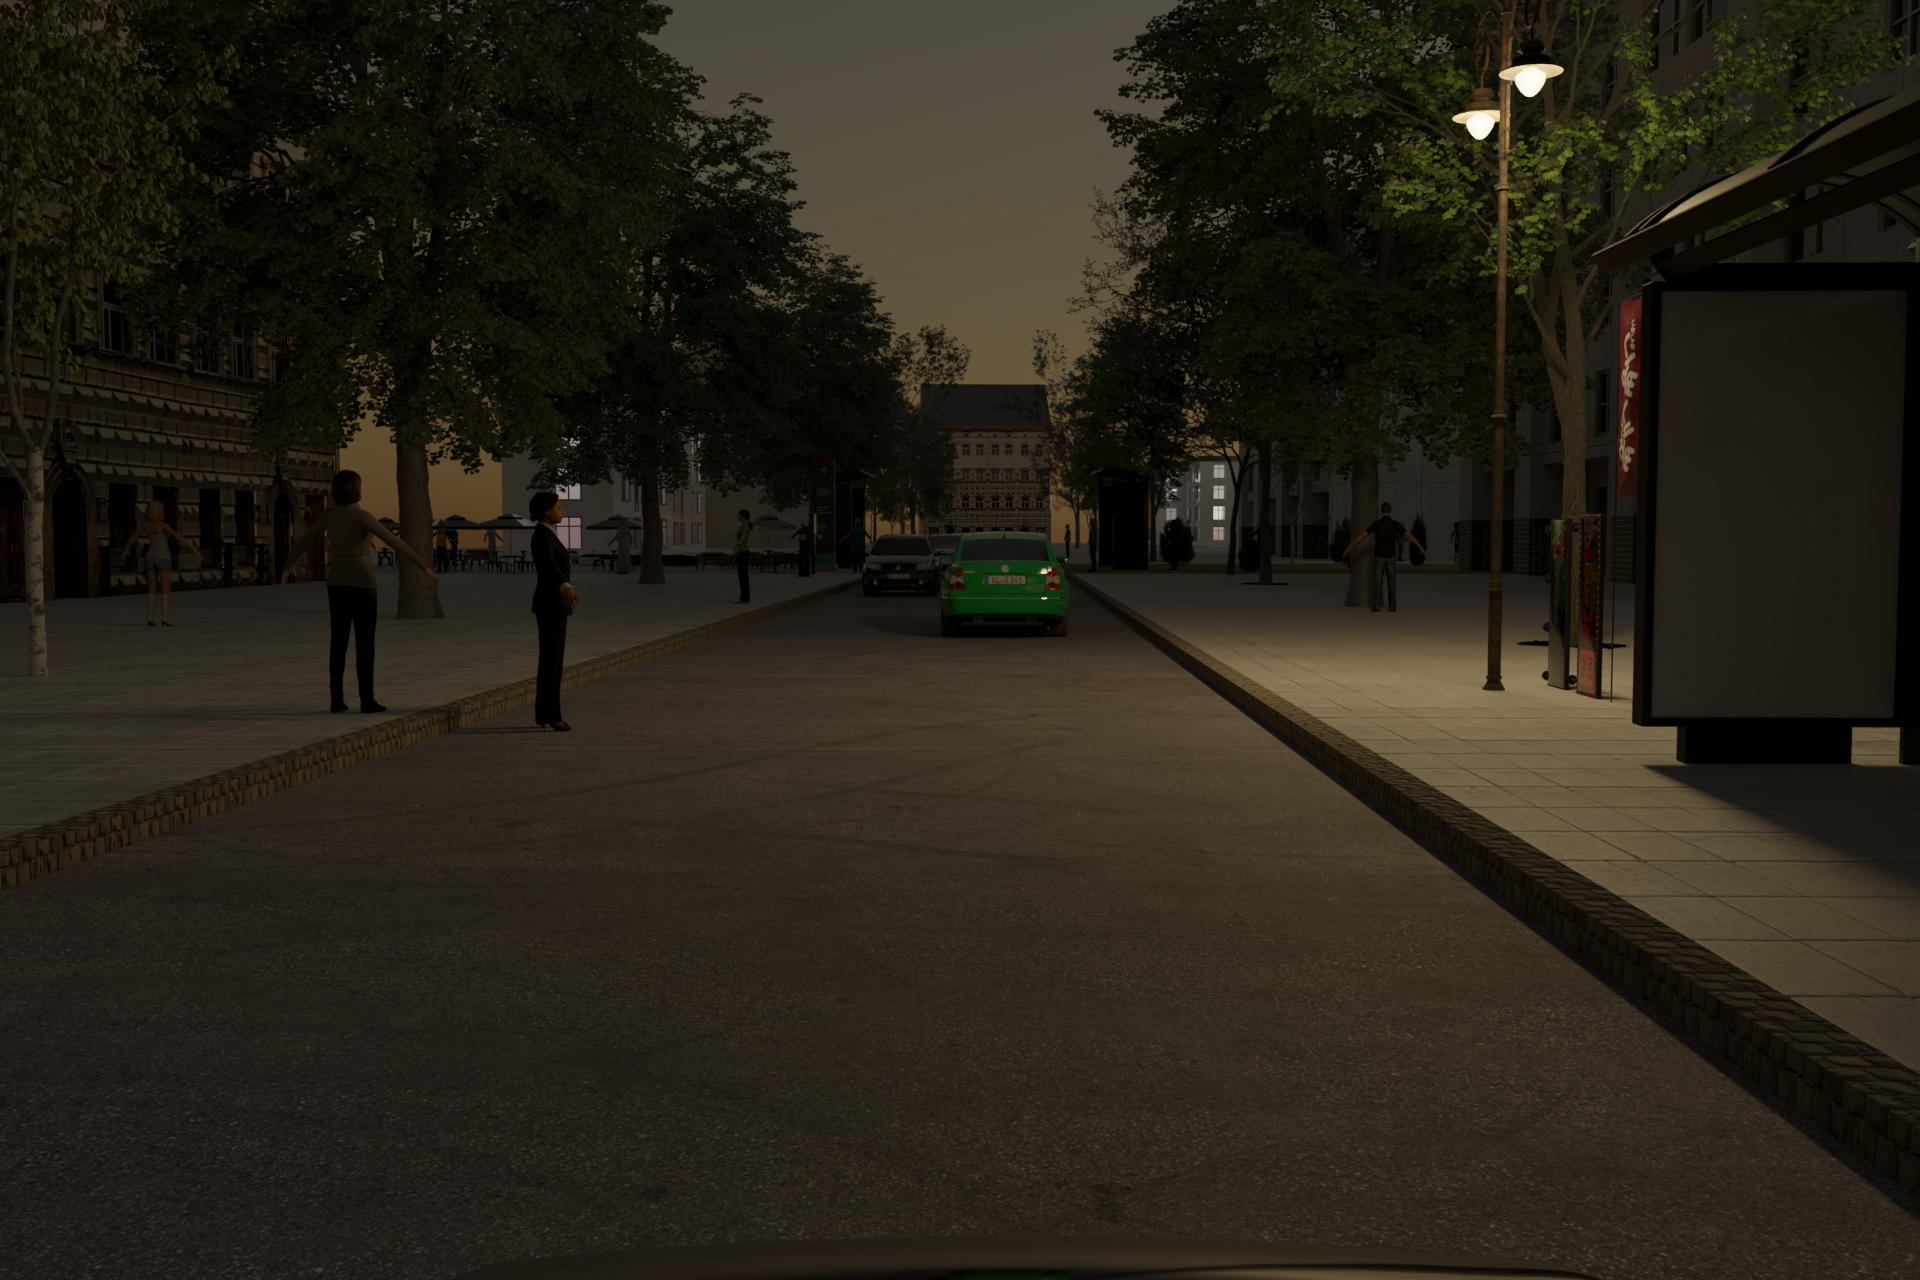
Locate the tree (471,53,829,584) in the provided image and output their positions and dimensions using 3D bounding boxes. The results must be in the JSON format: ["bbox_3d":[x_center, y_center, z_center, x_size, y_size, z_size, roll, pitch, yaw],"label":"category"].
[{"bbox_3d":[-8.057,-8.435,44.564,9.857,13.997,8.962,0,3,0],"label":"tree"}]

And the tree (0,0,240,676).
[{"bbox_3d":[-8.490,-3.991,15.611,4.737,8.622,4.395,0,3,0],"label":"tree"}]

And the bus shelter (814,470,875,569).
[{"bbox_3d":[-4.393,-4.607,66.604,1.731,3.624,6.357,0,4,2],"label":"bus shelter"}]

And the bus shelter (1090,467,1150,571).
[{"bbox_3d":[5.870,-4.442,63.907,1.731,3.624,6.357,0,3,0],"label":"bus shelter"}]

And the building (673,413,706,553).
[{"bbox_3d":[-23.080,-11.314,127.123,9.099,9.664,28.070,0,4,2],"label":"building"}]

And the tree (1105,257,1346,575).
[{"bbox_3d":[8.638,-7.320,54.102,8.767,10.594,7.601,-1,4,-19],"label":"tree"}]

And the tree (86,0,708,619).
[{"bbox_3d":[-8.185,-7.288,25.815,9.857,13.997,8.962,0,3,0],"label":"tree"}]

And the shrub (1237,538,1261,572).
[{"bbox_3d":[9.751,-2.871,58.058,1.383,1.207,1.383,0,3,0],"label":"shrub"}]

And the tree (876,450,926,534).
[{"bbox_3d":[-5.379,-11.181,133.174,4.360,8.622,3.978,0,3,0],"label":"tree"}]

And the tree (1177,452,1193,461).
[{"bbox_3d":[33.649,-20.930,252.572,12.009,13.543,11.850,0,3,0],"label":"tree"}]

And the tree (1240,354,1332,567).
[{"bbox_3d":[13.043,-7.154,67.334,4.360,8.622,3.978,0,3,0],"label":"tree"}]

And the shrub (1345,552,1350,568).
[{"bbox_3d":[13.674,-2.950,59.346,1.383,1.207,1.383,0,3,0],"label":"shrub"}]

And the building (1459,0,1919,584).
[{"bbox_3d":[25.536,-10.916,44.931,16.747,18.905,31.486,0,4,2],"label":"building"}]

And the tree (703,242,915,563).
[{"bbox_3d":[-6.619,-10.459,77.667,9.857,13.997,8.962,0,3,0],"label":"tree"}]

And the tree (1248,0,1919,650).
[{"bbox_3d":[6.827,-5.730,19.448,9.928,11.665,9.643,0,3,0],"label":"tree"}]

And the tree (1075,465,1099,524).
[{"bbox_3d":[10.737,-11.730,142.143,4.360,8.622,3.978,0,3,0],"label":"tree"}]

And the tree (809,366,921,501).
[{"bbox_3d":[-6.226,-11.065,106.668,9.928,11.665,9.643,0,3,0],"label":"tree"}]

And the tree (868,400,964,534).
[{"bbox_3d":[-4.534,-15.643,162.414,9.857,13.997,8.962,0,3,0],"label":"tree"}]

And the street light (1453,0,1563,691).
[{"bbox_3d":[4.392,-2.525,14.071,0.468,5.910,1.993,0,4,2],"label":"street light"}]

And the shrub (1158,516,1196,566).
[{"bbox_3d":[8.839,-4.067,70.530,1.661,2.075,1.752,0,3,0],"label":"shrub"}]

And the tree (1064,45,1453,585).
[{"bbox_3d":[7.677,-8.146,43.564,12.009,13.543,11.850,0,3,0],"label":"tree"}]

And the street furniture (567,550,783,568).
[{"bbox_3d":[-12.378,-3.332,70.108,10.072,0.657,5.734,2,4,34],"label":"street furniture"}]

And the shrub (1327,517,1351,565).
[{"bbox_3d":[16.096,-4.137,72.052,1.690,2.028,1.600,0,3,0],"label":"shrub"}]

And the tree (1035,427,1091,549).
[{"bbox_3d":[10.275,-13.193,150.109,8.767,10.594,7.601,1,4,20],"label":"tree"}]

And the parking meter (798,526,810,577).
[{"bbox_3d":[-4.665,-2.655,51.827,0.372,1.533,0.369,0,3,0],"label":"parking meter"}]

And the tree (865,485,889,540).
[{"bbox_3d":[-12.734,-19.487,253.016,7.601,10.594,8.767,0,4,-2],"label":"tree"}]

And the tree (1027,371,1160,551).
[{"bbox_3d":[10.052,-13.321,128.172,12.009,13.543,11.850,0,3,0],"label":"tree"}]

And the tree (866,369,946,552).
[{"bbox_3d":[-5.941,-12.957,122.215,12.009,13.543,11.850,0,3,0],"label":"tree"}]

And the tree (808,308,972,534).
[{"bbox_3d":[-6.085,-17.622,144.010,12.611,20.169,13.585,0,3,0],"label":"tree"}]

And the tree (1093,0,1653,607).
[{"bbox_3d":[7.214,-7.548,30.066,9.857,13.997,8.962,0,3,0],"label":"tree"}]

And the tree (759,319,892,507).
[{"bbox_3d":[-7.220,-10.481,89.494,7.486,12.596,7.792,0,3,0],"label":"tree"}]

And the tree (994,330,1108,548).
[{"bbox_3d":[9.690,-18.686,161.401,12.611,20.169,13.585,0,3,0],"label":"tree"}]

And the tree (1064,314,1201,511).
[{"bbox_3d":[8.915,-10.492,89.669,7.486,12.596,7.792,0,3,0],"label":"tree"}]

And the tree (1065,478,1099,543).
[{"bbox_3d":[18.857,-20.029,253.226,9.928,11.665,9.643,0,3,0],"label":"tree"}]

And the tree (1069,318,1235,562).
[{"bbox_3d":[9.096,-9.421,79.784,9.928,11.665,9.643,0,3,0],"label":"tree"}]

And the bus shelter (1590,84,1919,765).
[{"bbox_3d":[4.512,-0.808,7.128,2.014,3.302,5.546,0,4,2],"label":"bus shelter"}]

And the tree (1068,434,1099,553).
[{"bbox_3d":[9.414,-10.230,117.620,4.360,8.622,3.978,0,3,0],"label":"tree"}]
